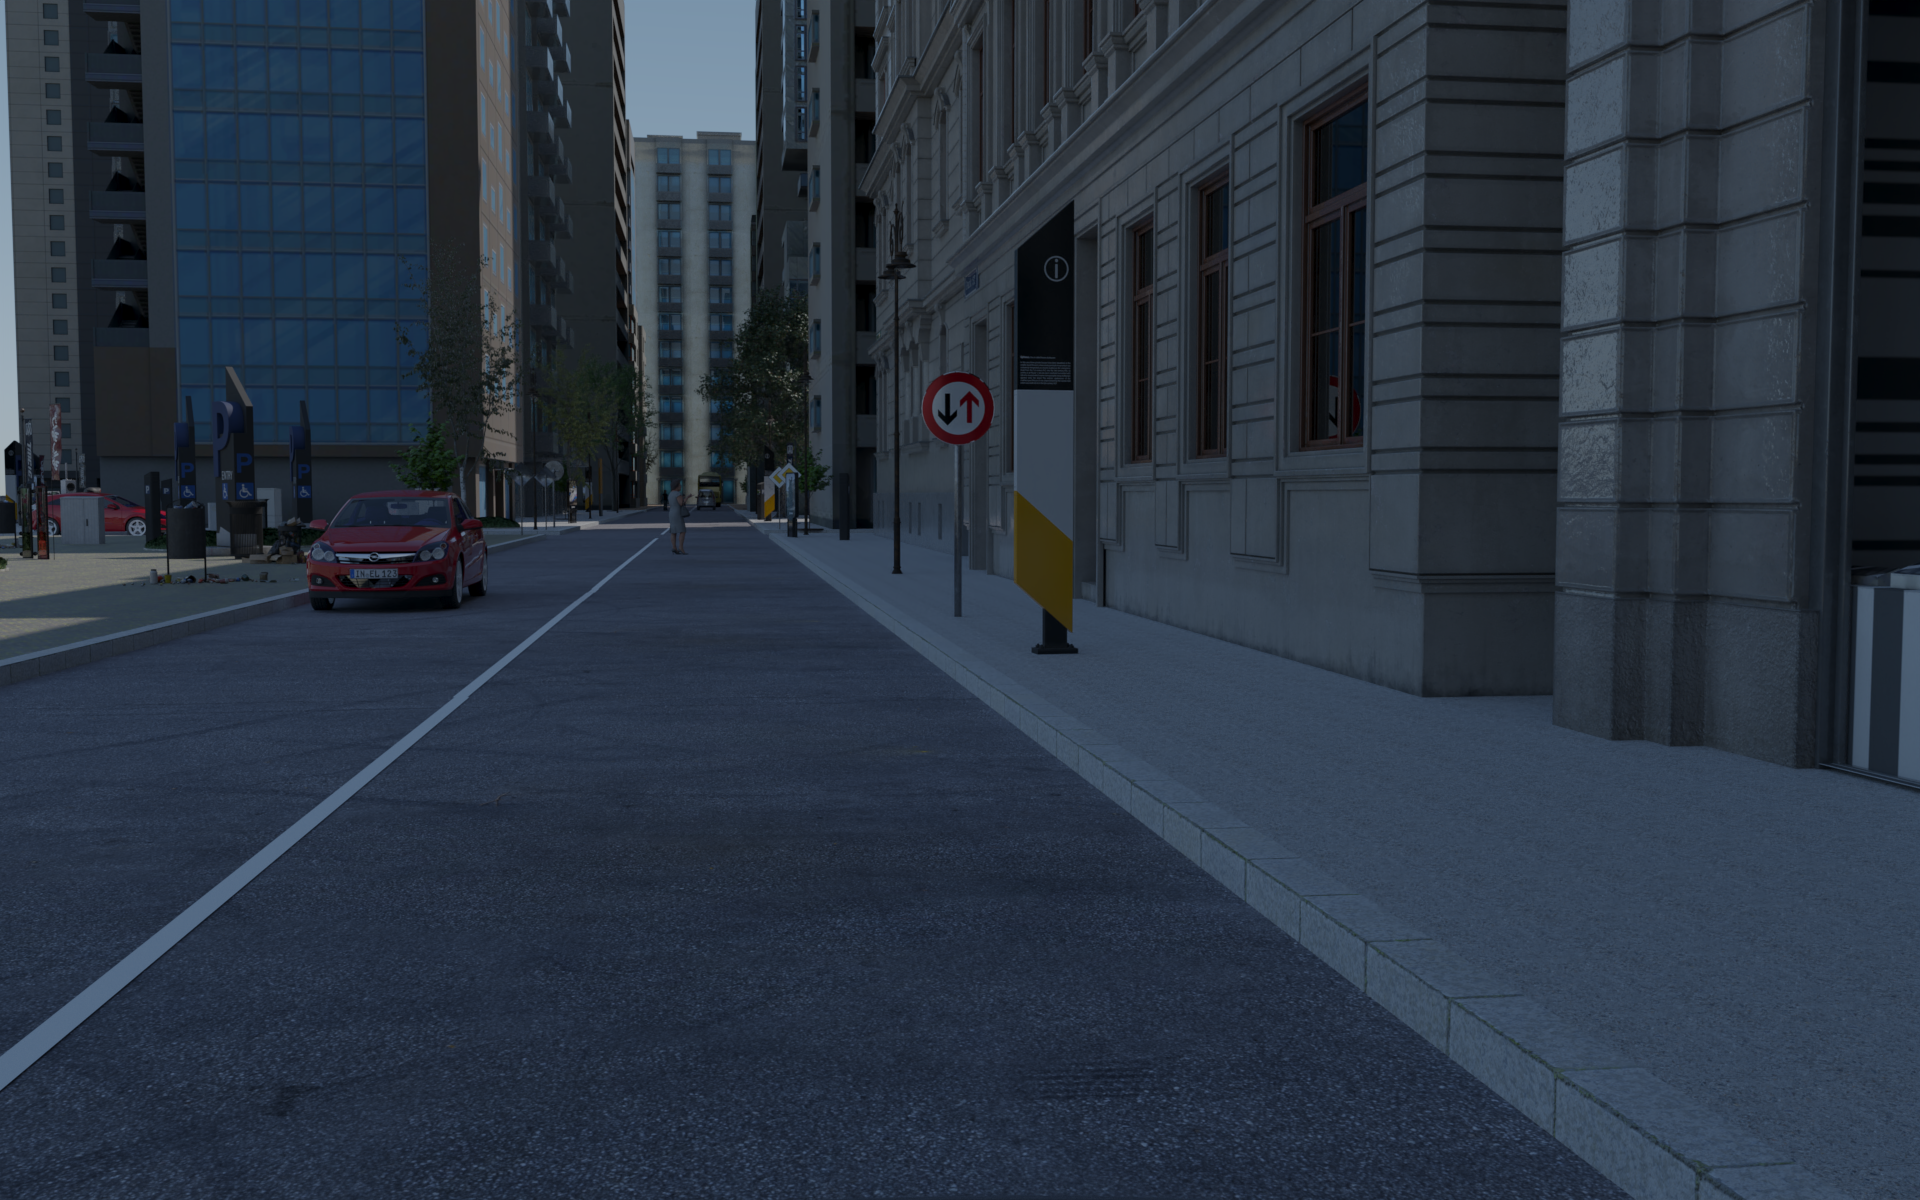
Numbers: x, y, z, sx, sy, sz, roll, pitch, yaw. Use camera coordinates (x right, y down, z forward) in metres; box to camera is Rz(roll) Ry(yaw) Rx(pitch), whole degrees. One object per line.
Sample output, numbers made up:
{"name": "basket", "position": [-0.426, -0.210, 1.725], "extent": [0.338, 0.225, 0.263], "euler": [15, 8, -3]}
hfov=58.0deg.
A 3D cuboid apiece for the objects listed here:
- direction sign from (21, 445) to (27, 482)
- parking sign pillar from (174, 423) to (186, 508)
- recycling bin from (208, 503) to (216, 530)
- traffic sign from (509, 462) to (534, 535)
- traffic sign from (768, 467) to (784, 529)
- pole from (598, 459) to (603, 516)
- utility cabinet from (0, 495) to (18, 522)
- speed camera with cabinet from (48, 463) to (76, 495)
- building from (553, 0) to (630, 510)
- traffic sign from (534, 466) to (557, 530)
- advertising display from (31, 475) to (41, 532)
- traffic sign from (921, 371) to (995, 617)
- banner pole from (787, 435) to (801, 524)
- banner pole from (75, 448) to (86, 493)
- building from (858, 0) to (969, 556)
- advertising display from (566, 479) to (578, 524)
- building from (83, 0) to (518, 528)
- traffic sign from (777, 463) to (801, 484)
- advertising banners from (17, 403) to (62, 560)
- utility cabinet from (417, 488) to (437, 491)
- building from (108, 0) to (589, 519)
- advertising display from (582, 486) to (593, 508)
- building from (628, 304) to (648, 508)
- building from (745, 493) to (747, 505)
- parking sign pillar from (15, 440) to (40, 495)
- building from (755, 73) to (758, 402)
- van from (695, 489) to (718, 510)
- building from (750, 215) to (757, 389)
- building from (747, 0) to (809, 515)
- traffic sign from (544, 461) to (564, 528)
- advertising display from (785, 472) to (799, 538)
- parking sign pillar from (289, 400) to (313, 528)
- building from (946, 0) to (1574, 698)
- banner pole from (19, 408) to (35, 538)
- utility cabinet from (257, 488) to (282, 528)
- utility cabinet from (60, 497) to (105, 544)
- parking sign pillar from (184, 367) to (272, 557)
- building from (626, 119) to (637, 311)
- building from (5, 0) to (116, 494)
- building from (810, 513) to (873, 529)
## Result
{"name": "direction sign", "position": [-43.358, -5.414, 80.515], "extent": [0.379, 3.537, 0.876], "euler": [0, 3, 0]}
{"name": "parking sign pillar", "position": [-20.988, -3.578, 46.971], "extent": [1.447, 3.967, 1.447], "euler": [-2, 4, -27]}
{"name": "recycling bin", "position": [-21.486, -2.315, 50.408], "extent": [0.722, 1.027, 0.722], "euler": [-2, 4, -23]}
{"name": "traffic sign", "position": [-13.643, -3.074, 53.903], "extent": [0.795, 2.450, 0.064], "euler": [-1, 4, -8]}
{"name": "traffic sign", "position": [-6.564, -3.628, 62.961], "extent": [0.795, 2.450, 0.064], "euler": [-1, 4, -8]}
{"name": "pole", "position": [-20.693, -6.474, 99.692], "extent": [0.158, 3.312, 0.155], "euler": [0, 3, 0]}
{"name": "utility cabinet", "position": [-43.179, -4.131, 78.703], "extent": [0.306, 1.237, 1.020], "euler": [1, 4, 23]}
{"name": "speed camera with cabinet", "position": [-56.736, -7.008, 108.918], "extent": [0.660, 3.252, 2.038], "euler": [2, 4, 32]}
{"name": "building", "position": [-39.098, -31.856, 144.555], "extent": [21.300, 48.544, 21.600], "euler": [-1, 4, -8]}
{"name": "traffic sign", "position": [-14.777, -3.558, 61.808], "extent": [0.795, 2.450, 0.064], "euler": [-1, 4, -8]}
{"name": "advertising display", "position": [-31.540, -3.299, 59.150], "extent": [0.123, 1.923, 0.974], "euler": [-3, 4, -38]}
{"name": "traffic sign", "position": [-0.020, -1.097, 18.041], "extent": [0.768, 2.556, 0.104], "euler": [0, 4, -5]}
{"name": "banner pole", "position": [-7.170, -5.143, 74.097], "extent": [0.401, 3.779, 0.863], "euler": [-3, 5, -41]}
{"name": "banner pole", "position": [-47.862, -6.374, 94.230], "extent": [0.863, 3.779, 0.401], "euler": [1, 4, 22]}
{"name": "building", "position": [5.019, -15.644, 43.174], "extent": [14.401, 28.519, 23.554], "euler": [-1, 4, -8]}
{"name": "advertising display", "position": [-16.967, -4.315, 75.770], "extent": [0.123, 1.923, 0.974], "euler": [1, 4, 8]}
{"name": "building", "position": [-26.098, -25.753, 71.181], "extent": [14.600, 45.320, 14.200], "euler": [-1, 4, -8]}
{"name": "traffic sign", "position": [-5.430, -3.145, 55.057], "extent": [0.795, 2.450, 0.064], "euler": [-1, 4, -8]}
{"name": "advertising banners", "position": [-18.047, -2.313, 33.999], "extent": [2.074, 3.025, 0.090], "euler": [3, 5, 41]}
{"name": "utility cabinet", "position": [-19.067, -3.275, 62.218], "extent": [1.173, 1.500, 0.318], "euler": [2, 4, 33]}
{"name": "building", "position": [-34.523, -29.409, 100.443], "extent": [23.786, 49.044, 30.456], "euler": [-1, 4, -8]}
{"name": "advertising display", "position": [-28.657, -7.837, 133.341], "extent": [0.974, 1.923, 0.123], "euler": [2, 4, 32]}
{"name": "building", "position": [-45.368, -19.884, 170.146], "extent": [27.650, 21.520, 28.899], "euler": [-1, 4, -8]}
{"name": "building", "position": [-8.775, -31.176, 201.603], "extent": [32.217, 40.220, 23.993], "euler": [-1, 4, -8]}
{"name": "parking sign pillar", "position": [-46.780, -6.014, 86.794], "extent": [1.447, 3.967, 1.447], "euler": [0, 4, 7]}
{"name": "building", "position": [-12.575, -29.556, 166.842], "extent": [14.154, 41.232, 14.086], "euler": [-1, 4, -8]}
{"name": "van", "position": [-22.757, -9.072, 155.337], "extent": [2.013, 2.044, 4.112], "euler": [0, 4, -7]}
{"name": "building", "position": [-14.927, -25.083, 181.813], "extent": [14.160, 30.474, 14.107], "euler": [-1, 4, -8]}
{"name": "building", "position": [-3.386, -49.309, 118.879], "extent": [22.319, 86.520, 31.000], "euler": [-1, 4, -8]}
{"name": "traffic sign", "position": [-15.492, -4.034, 66.060], "extent": [0.768, 2.556, 0.104], "euler": [0, 4, -5]}
{"name": "advertising display", "position": [-4.979, -2.824, 51.378], "extent": [0.123, 1.923, 0.974], "euler": [-1, 4, -22]}
{"name": "parking sign pillar", "position": [-18.739, -3.719, 49.276], "extent": [1.447, 3.967, 1.447], "euler": [-2, 4, -26]}
{"name": "building", "position": [6.432, -11.278, 20.549], "extent": [11.583, 22.565, 21.152], "euler": [-1, 4, -8]}
{"name": "banner pole", "position": [-27.216, -3.703, 50.557], "extent": [0.863, 3.779, 0.401], "euler": [3, 4, 39]}
{"name": "utility cabinet", "position": [-25.686, -3.412, 64.459], "extent": [1.173, 1.500, 0.318], "euler": [3, 4, 38]}
{"name": "utility cabinet", "position": [-22.572, -2.043, 44.557], "extent": [1.020, 1.237, 0.306], "euler": [0, 4, 3]}
{"name": "parking sign pillar", "position": [-15.156, -2.917, 36.168], "extent": [1.447, 3.967, 1.447], "euler": [-3, 5, -40]}
{"name": "building", "position": [-45.212, -33.751, 201.934], "extent": [14.200, 45.320, 14.600], "euler": [-1, 4, -8]}
{"name": "building", "position": [-89.866, -46.051, 191.183], "extent": [20.611, 71.187, 20.563], "euler": [-1, 4, -8]}
{"name": "building", "position": [4.257, -27.508, 73.452], "extent": [21.600, 48.544, 21.300], "euler": [-1, 4, -8]}
